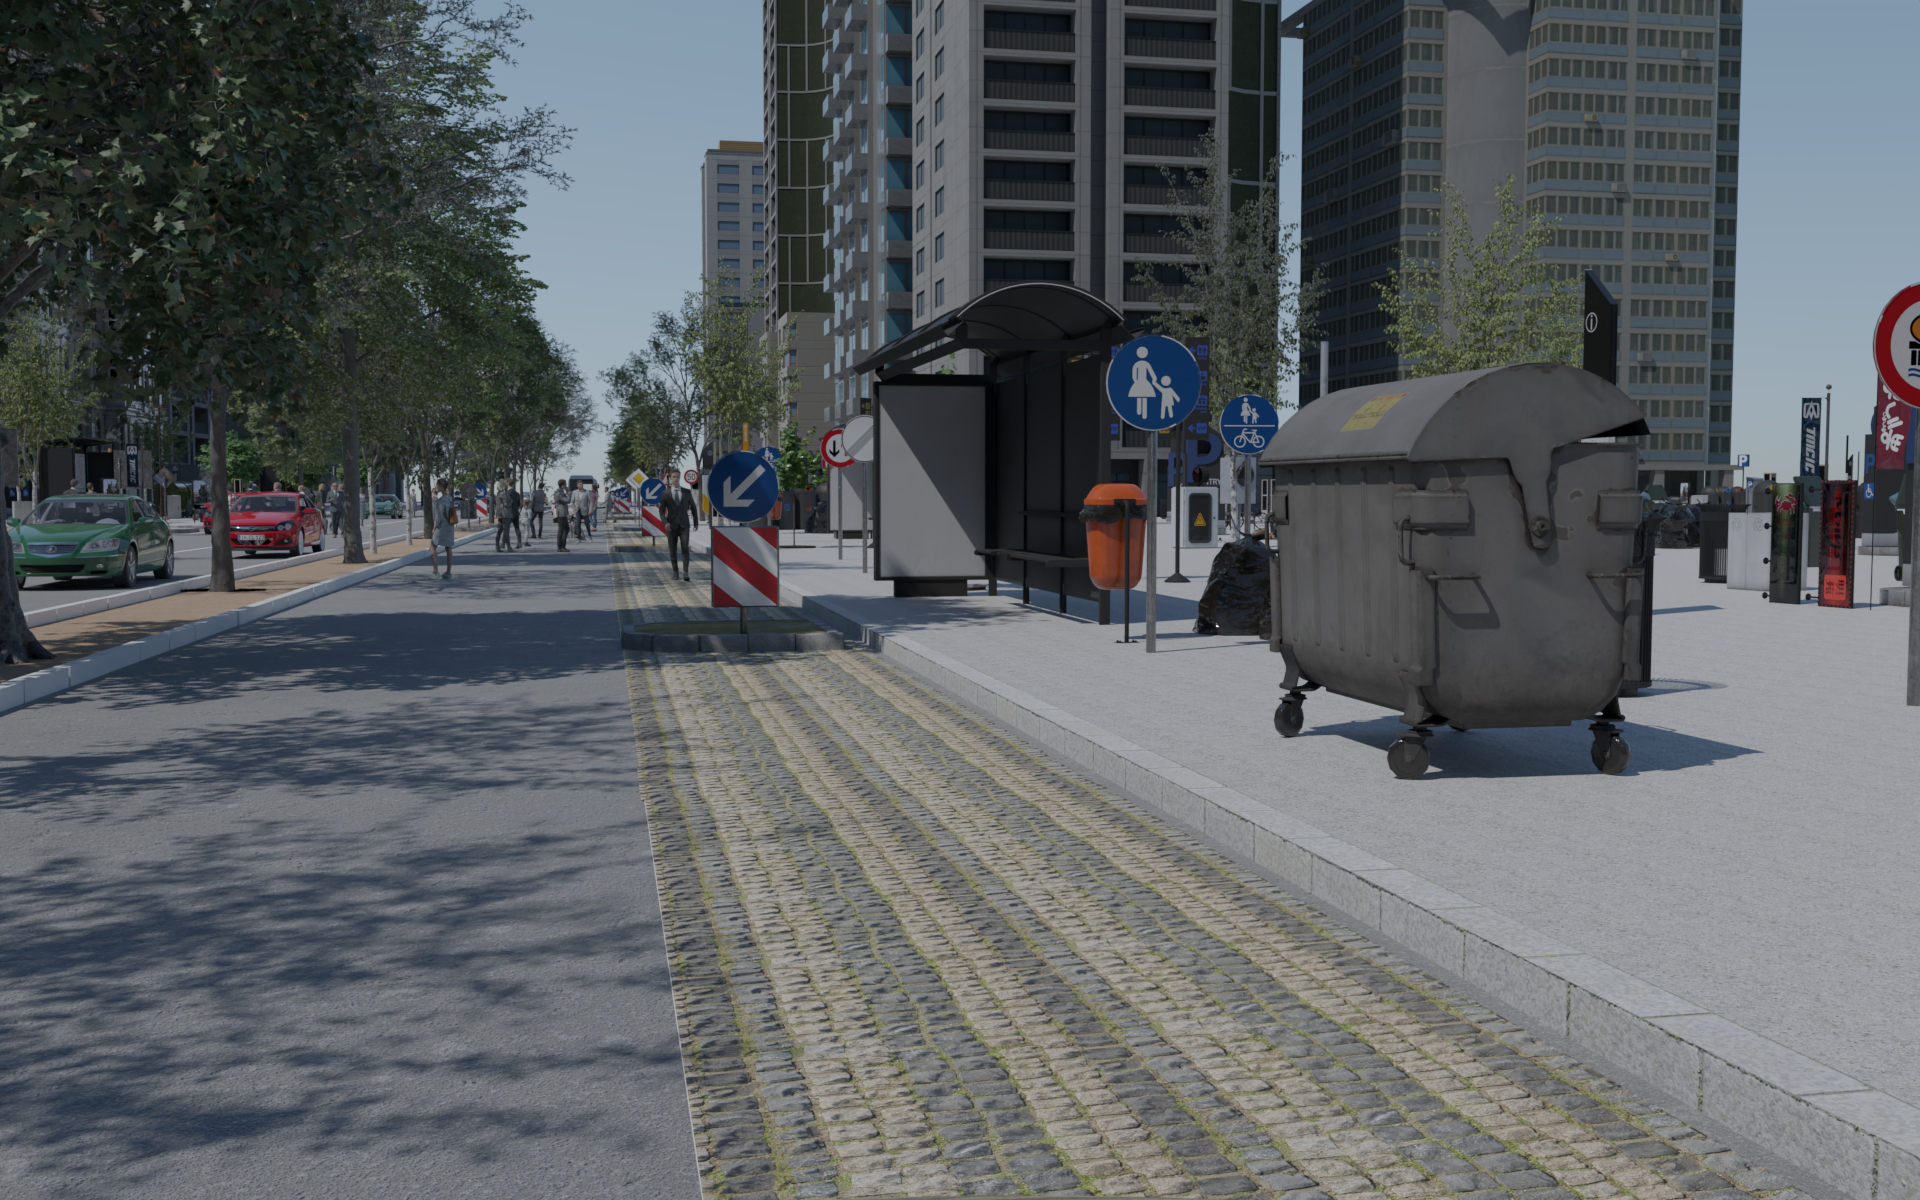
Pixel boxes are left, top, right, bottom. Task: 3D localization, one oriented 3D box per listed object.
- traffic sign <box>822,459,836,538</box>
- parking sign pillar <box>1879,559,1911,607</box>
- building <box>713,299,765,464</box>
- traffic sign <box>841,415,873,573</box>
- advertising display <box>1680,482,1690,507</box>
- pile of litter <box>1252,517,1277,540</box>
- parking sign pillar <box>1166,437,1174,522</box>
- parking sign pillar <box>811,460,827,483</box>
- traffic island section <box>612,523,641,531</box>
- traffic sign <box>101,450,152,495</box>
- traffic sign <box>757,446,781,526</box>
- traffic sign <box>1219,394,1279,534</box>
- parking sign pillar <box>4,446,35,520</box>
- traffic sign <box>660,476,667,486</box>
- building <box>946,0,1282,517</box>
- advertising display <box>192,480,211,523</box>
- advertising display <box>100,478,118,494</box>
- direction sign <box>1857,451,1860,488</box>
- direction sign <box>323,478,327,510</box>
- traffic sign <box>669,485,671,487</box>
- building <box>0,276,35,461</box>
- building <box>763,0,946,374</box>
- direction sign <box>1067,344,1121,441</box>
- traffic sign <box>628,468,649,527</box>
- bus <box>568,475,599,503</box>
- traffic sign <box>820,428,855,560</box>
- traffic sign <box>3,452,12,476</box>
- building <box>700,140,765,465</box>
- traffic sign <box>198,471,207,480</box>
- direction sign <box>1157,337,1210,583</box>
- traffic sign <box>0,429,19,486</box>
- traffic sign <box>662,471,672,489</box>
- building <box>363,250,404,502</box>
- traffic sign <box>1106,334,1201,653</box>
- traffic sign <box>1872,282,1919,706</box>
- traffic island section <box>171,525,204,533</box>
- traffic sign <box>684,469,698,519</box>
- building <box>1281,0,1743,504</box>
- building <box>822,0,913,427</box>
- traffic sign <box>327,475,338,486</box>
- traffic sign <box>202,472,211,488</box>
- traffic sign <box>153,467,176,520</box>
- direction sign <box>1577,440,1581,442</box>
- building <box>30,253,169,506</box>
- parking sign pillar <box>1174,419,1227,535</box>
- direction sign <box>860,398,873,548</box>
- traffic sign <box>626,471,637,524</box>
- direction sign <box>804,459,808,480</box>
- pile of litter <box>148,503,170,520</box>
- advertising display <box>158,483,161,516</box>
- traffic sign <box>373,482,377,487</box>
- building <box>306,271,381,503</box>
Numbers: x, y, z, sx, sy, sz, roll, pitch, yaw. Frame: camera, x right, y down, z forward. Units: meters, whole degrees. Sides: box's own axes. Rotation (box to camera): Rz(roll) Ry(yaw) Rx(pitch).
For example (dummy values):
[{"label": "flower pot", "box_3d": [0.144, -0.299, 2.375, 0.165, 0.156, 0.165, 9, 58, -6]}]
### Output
[{"label": "traffic sign", "box_3d": [-3.622, -3.060, 50.137, 0.768, 2.556, 0.104, -1, 4, -10]}, {"label": "parking sign pillar", "box_3d": [11.387, -1.916, 19.803, 1.447, 3.967, 1.447, 0, 4, 0]}, {"label": "building", "box_3d": [-29.379, -29.911, 260.743, 14.160, 30.474, 14.107, -1, 4, -12]}, {"label": "traffic sign", "box_3d": [-1.540, -1.708, 28.031, 0.768, 2.556, 0.104, 0, 4, -6]}, {"label": "advertising display", "box_3d": [39.700, -5.483, 94.856, 0.123, 1.923, 0.974, 0, 4, -2]}, {"label": "pile of litter", "box_3d": [8.743, -2.147, 49.066, 1.719, 0.858, 1.176, -2, 4, -32]}, {"label": "parking sign pillar", "box_3d": [10.338, -5.647, 80.804, 1.447, 3.967, 1.447, 3, 4, 37]}, {"label": "parking sign pillar", "box_3d": [-9.112, -7.678, 114.004, 1.447, 3.967, 1.447, -1, 4, -10]}, {"label": "traffic island section", "box_3d": [-14.127, -3.253, 75.462, 2.009, 0.180, 2.903, -1, 4, -12]}, {"label": "traffic sign", "box_3d": [-38.654, -5.290, 80.360, 2.265, 3.308, 0.079, 0, 4, -3]}, {"label": "traffic sign", "box_3d": [-5.073, -2.809, 46.040, 0.768, 2.556, 0.104, 0, 4, -5]}, {"label": "traffic sign", "box_3d": [3.680, -1.348, 22.144, 0.768, 2.556, 0.104, 0, 4, -3]}, {"label": "parking sign pillar", "box_3d": [-50.609, -6.421, 93.461, 1.447, 3.967, 1.447, -1, 4, -14]}, {"label": "traffic sign", "box_3d": [-19.173, -6.773, 110.737, 0.884, 2.594, 0.081, 0, 4, -4]}, {"label": "building", "box_3d": [8.957, -40.686, 103.471, 20.611, 71.187, 20.563, -1, 4, -12]}, {"label": "advertising display", "box_3d": [-34.123, -4.461, 78.151, 0.974, 1.923, 0.123, -3, 5, -43]}, {"label": "advertising display", "box_3d": [-34.789, -4.014, 70.840, 0.123, 1.923, 0.974, 0, 4, 7]}, {"label": "direction sign", "box_3d": [47.763, -6.124, 92.131, 0.379, 3.537, 0.876, 2, 4, 25]}, {"label": "direction sign", "box_3d": [-52.566, -9.244, 143.136, 0.379, 3.537, 0.876, -1, 4, -22]}, {"label": "traffic sign", "box_3d": [-20.834, -7.665, 125.322, 0.884, 2.594, 0.081, -1, 4, -11]}, {"label": "building", "box_3d": [-59.271, -15.283, 91.673, 13.314, 21.916, 24.055, -1, 4, -12]}, {"label": "building", "box_3d": [-14.084, -46.809, 203.576, 20.563, 71.187, 20.611, -1, 4, -12]}, {"label": "direction sign", "box_3d": [1.900, -2.039, 25.336, 0.876, 3.537, 0.379, 0, 4, 2]}, {"label": "traffic sign", "box_3d": [-12.524, -3.909, 67.561, 0.795, 2.450, 0.064, -1, 4, -12]}, {"label": "bus", "box_3d": [-38.009, -11.009, 174.853, 2.948, 3.499, 13.247, -1, 4, -11]}, {"label": "traffic sign", "box_3d": [-2.332, -2.056, 33.728, 0.768, 2.556, 0.104, 0, 4, -6]}, {"label": "traffic sign", "box_3d": [-28.745, -3.162, 51.808, 0.768, 2.556, 0.104, 0, 4, -4]}, {"label": "building", "box_3d": [-33.339, -46.093, 295.619, 21.231, 58.520, 28.212, -1, 4, -12]}, {"label": "traffic sign", "box_3d": [-41.979, -5.886, 96.341, 0.768, 2.556, 0.104, -1, 4, -9]}, {"label": "direction sign", "box_3d": [3.158, -2.022, 25.062, 0.876, 3.537, 0.379, 0, 4, 3]}, {"label": "traffic sign", "box_3d": [-30.609, -3.682, 54.077, 2.265, 3.308, 0.079, 0, 4, -8]}, {"label": "traffic sign", "box_3d": [-16.448, -5.956, 97.378, 0.884, 2.594, 0.081, 0, 4, -5]}, {"label": "building", "box_3d": [-100.346, -44.644, 271.930, 21.231, 58.520, 28.212, -1, 4, -12]}, {"label": "traffic sign", "box_3d": [1.546, -0.846, 13.938, 0.768, 2.556, 0.104, 0, 4, -3]}, {"label": "traffic sign", "box_3d": [5.786, -0.631, 10.429, 0.768, 2.556, 0.104, -1, 4, -10]}, {"label": "traffic island section", "box_3d": [-29.435, -2.560, 64.143, 2.009, 0.180, 2.903, -1, 4, -12]}, {"label": "traffic sign", "box_3d": [-13.855, -5.458, 89.339, 0.768, 2.556, 0.104, -1, 4, -9]}, {"label": "building", "box_3d": [37.559, -25.922, 115.700, 23.993, 40.220, 32.217, -1, 4, -12]}, {"label": "building", "box_3d": [1.510, -31.434, 133.553, 23.786, 49.044, 30.456, -1, 4, -12]}, {"label": "traffic sign", "box_3d": [-42.877, -7.248, 118.513, 0.884, 2.594, 0.081, 0, 4, -3]}, {"label": "traffic sign", "box_3d": [-31.038, -4.175, 71.905, 0.795, 2.450, 0.064, -1, 4, -12]}, {"label": "traffic sign", "box_3d": [-29.413, -3.697, 64.086, 0.795, 2.450, 0.064, -1, 4, -12]}, {"label": "direction sign", "box_3d": [18.872, -3.689, 52.308, 0.876, 3.537, 0.379, -3, 4, -36]}, {"label": "building", "box_3d": [-65.359, -18.454, 120.803, 14.460, 24.649, 34.723, -1, 4, -12]}, {"label": "parking sign pillar", "box_3d": [7.659, -4.030, 54.362, 1.447, 3.967, 1.447, 0, 4, -4]}, {"label": "direction sign", "box_3d": [-2.039, -2.997, 41.002, 0.379, 3.537, 0.876, 3, 5, 42]}, {"label": "traffic sign", "box_3d": [-14.149, -4.388, 75.380, 0.795, 2.450, 0.064, -1, 4, -12]}, {"label": "direction sign", "box_3d": [-9.866, -7.118, 108.370, 0.876, 3.537, 0.379, -3, 5, -41]}, {"label": "pile of litter", "box_3d": [-39.923, -4.412, 86.095, 1.176, 0.858, 1.719, -2, 4, -30]}, {"label": "advertising display", "box_3d": [-41.061, -5.117, 88.882, 0.123, 1.923, 0.974, -2, 4, -24]}, {"label": "traffic sign", "box_3d": [-48.174, -8.675, 141.945, 0.768, 2.556, 0.104, -1, 4, -8]}, {"label": "building", "box_3d": [-100.102, -33.875, 245.731, 32.217, 40.220, 23.993, -1, 4, -12]}]
